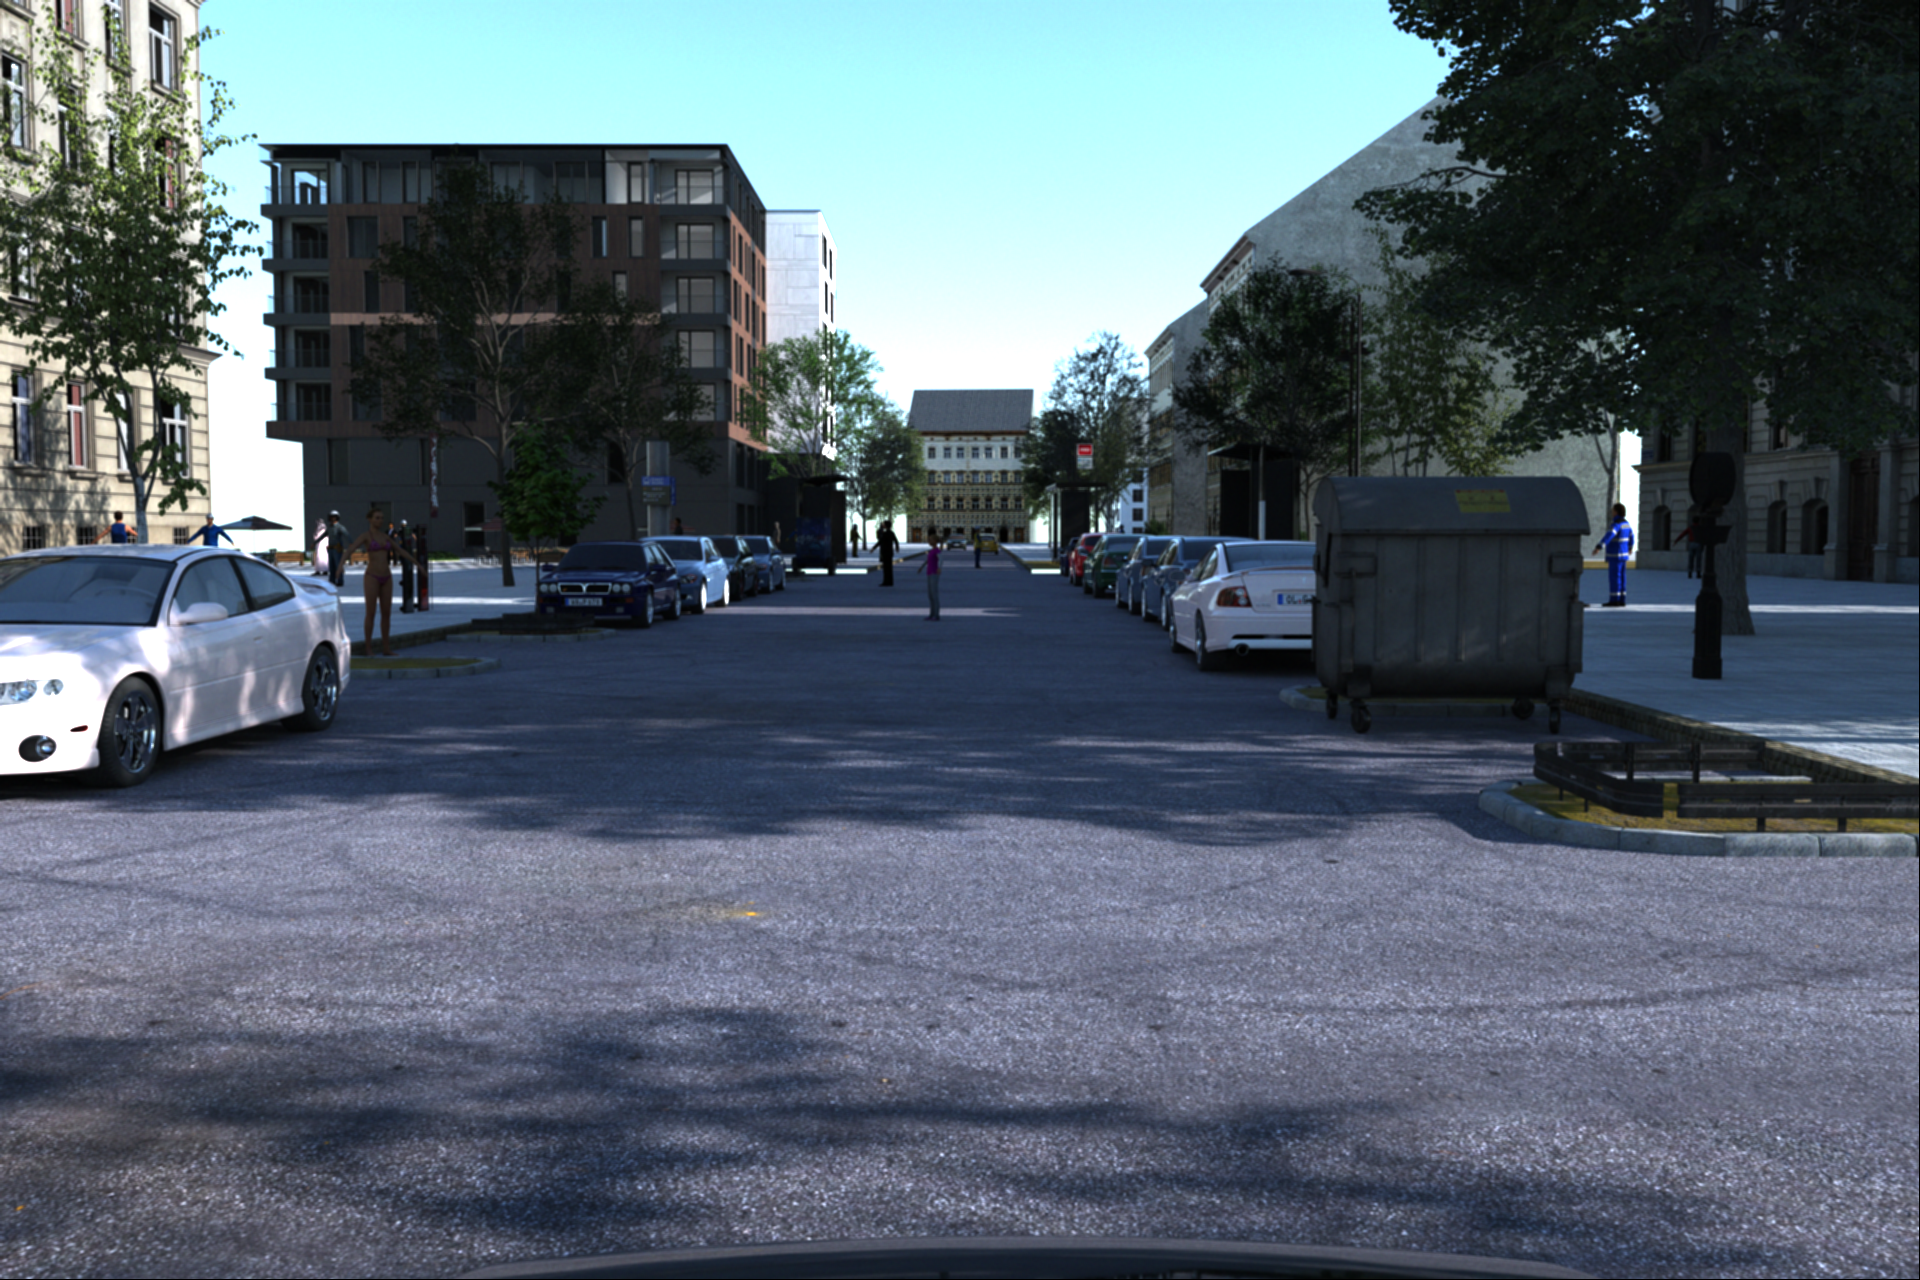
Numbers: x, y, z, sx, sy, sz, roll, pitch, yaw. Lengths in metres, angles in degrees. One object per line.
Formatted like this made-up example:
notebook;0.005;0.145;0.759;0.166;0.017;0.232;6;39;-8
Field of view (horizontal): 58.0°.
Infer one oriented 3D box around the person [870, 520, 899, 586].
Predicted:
person;-2.012;-2.380;47.553;0.705;1.806;1.347;2;4;31

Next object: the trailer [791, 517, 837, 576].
trailer;-5.050;-3.193;59.257;1.471;1.999;3.904;0;4;0

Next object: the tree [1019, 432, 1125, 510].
tree;8.997;-12.699;142.043;8.767;10.594;7.601;-1;4;-18

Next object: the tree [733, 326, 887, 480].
tree;-7.346;-9.767;85.446;9.928;11.665;9.643;0;3;0

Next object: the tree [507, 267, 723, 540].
tree;-11.818;-7.748;61.099;7.601;10.594;8.767;1;4;9

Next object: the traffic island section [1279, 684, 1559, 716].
traffic island section;3.753;0.504;14.621;1.991;0.108;1.994;0;4;2

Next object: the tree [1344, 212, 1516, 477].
tree;10.469;-5.455;39.554;4.737;8.622;4.395;0;3;0

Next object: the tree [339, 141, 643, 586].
tree;-11.419;-6.590;42.163;7.601;10.594;8.767;-1;4;-21

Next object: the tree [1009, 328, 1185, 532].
tree;8.220;-11.755;102.557;12.009;13.543;11.850;0;3;0

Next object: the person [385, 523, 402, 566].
person;-22.639;-3.800;68.852;1.216;1.740;0.721;0;4;2

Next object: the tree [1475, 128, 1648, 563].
tree;29.741;-13.594;78.157;12.611;20.169;13.585;0;3;0

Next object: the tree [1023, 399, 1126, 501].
tree;7.988;-11.273;118.732;7.601;10.594;8.767;-3;5;-44

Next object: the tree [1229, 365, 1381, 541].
tree;16.335;-9.047;82.331;7.601;10.594;8.767;1;4;9

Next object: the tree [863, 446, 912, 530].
tree;-6.645;-11.885;144.680;4.360;8.622;3.978;0;3;0

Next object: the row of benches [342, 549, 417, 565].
row of benches;-24.322;-3.511;72.872;4.104;0.672;1.422;1;4;16

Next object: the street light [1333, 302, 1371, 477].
street light;7.820;-3.786;34.693;0.468;5.910;1.993;0;4;1

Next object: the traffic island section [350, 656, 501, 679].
traffic island section;-5.930;0.290;18.122;1.991;0.108;1.994;0;4;2

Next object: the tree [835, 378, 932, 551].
tree;-7.549;-13.729;134.833;12.009;13.543;11.850;0;3;0

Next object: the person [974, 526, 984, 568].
person;0.830;-3.891;72.541;0.721;1.772;1.216;-1;4;-10

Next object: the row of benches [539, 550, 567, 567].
row of benches;-14.356;-3.096;66.077;4.104;0.672;1.422;1;4;20

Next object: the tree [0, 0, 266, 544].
tree;-11.382;-4.476;23.541;4.737;8.622;4.395;0;3;0

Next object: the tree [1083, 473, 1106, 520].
tree;20.175;-21.135;255.932;12.009;13.543;11.850;0;3;0

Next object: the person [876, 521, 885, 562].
person;-3.505;-4.461;78.715;0.705;1.856;1.354;-1;4;-18

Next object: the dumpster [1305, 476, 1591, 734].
dumpster;3.589;-0.287;12.905;1.865;1.857;1.264;0;4;1

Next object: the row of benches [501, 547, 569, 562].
row of benches;-19.858;-4.034;81.424;1.422;0.672;4.104;3;4;37

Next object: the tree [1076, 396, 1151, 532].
tree;7.777;-8.729;93.078;4.360;8.622;3.978;0;3;0

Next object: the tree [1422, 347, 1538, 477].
tree;19.958;-7.165;67.509;4.737;8.622;4.395;0;3;0

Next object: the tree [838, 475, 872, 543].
tree;-16.099;-19.861;259.145;7.601;10.594;8.767;0;4;8

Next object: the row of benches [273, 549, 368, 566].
row of benches;-25.426;-3.320;69.752;4.104;0.672;1.422;-2;4;-28

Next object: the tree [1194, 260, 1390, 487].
tree;12.780;-8.650;67.189;9.928;11.665;9.643;0;3;0

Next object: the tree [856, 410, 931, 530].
tree;-6.116;-14.681;158.166;7.486;12.596;7.792;0;3;0

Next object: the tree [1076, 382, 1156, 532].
tree;7.350;-8.158;83.744;4.360;8.622;3.978;0;3;0

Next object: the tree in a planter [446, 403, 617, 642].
tree in a planter;-5.826;-1.628;23.841;1.991;3.239;1.994;0;4;0

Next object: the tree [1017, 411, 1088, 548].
tree;8.604;-14.714;158.695;7.486;12.596;7.792;0;3;0

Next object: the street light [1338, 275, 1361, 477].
street light;7.520;-3.539;30.402;1.470;5.913;1.316;0;4;1

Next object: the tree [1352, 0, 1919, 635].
tree;9.775;-7.042;21.789;9.857;13.997;8.962;0;3;0

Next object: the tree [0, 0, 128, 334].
tree;-11.993;-4.162;18.405;4.360;8.622;3.978;0;3;0

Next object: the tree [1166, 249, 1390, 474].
tree;10.472;-7.549;57.840;8.767;10.594;7.601;3;4;39

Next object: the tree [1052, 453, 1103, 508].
tree;8.493;-10.946;129.335;4.737;8.622;4.395;0;3;0

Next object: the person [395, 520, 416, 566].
person;-22.600;-3.944;70.342;0.705;1.847;1.347;3;5;41

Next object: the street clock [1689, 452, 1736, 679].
street clock;6.635;-0.658;15.326;0.358;2.002;0.471;0;4;1

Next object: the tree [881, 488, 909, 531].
tree;-7.169;-13.417;169.727;4.360;8.622;3.978;0;3;0

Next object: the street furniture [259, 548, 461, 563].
street furniture;-27.368;-3.974;80.601;5.734;0.657;10.072;3;5;40

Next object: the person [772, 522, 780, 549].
person;-8.198;-4.344;77.157;0.705;1.813;1.348;-1;4;-16
